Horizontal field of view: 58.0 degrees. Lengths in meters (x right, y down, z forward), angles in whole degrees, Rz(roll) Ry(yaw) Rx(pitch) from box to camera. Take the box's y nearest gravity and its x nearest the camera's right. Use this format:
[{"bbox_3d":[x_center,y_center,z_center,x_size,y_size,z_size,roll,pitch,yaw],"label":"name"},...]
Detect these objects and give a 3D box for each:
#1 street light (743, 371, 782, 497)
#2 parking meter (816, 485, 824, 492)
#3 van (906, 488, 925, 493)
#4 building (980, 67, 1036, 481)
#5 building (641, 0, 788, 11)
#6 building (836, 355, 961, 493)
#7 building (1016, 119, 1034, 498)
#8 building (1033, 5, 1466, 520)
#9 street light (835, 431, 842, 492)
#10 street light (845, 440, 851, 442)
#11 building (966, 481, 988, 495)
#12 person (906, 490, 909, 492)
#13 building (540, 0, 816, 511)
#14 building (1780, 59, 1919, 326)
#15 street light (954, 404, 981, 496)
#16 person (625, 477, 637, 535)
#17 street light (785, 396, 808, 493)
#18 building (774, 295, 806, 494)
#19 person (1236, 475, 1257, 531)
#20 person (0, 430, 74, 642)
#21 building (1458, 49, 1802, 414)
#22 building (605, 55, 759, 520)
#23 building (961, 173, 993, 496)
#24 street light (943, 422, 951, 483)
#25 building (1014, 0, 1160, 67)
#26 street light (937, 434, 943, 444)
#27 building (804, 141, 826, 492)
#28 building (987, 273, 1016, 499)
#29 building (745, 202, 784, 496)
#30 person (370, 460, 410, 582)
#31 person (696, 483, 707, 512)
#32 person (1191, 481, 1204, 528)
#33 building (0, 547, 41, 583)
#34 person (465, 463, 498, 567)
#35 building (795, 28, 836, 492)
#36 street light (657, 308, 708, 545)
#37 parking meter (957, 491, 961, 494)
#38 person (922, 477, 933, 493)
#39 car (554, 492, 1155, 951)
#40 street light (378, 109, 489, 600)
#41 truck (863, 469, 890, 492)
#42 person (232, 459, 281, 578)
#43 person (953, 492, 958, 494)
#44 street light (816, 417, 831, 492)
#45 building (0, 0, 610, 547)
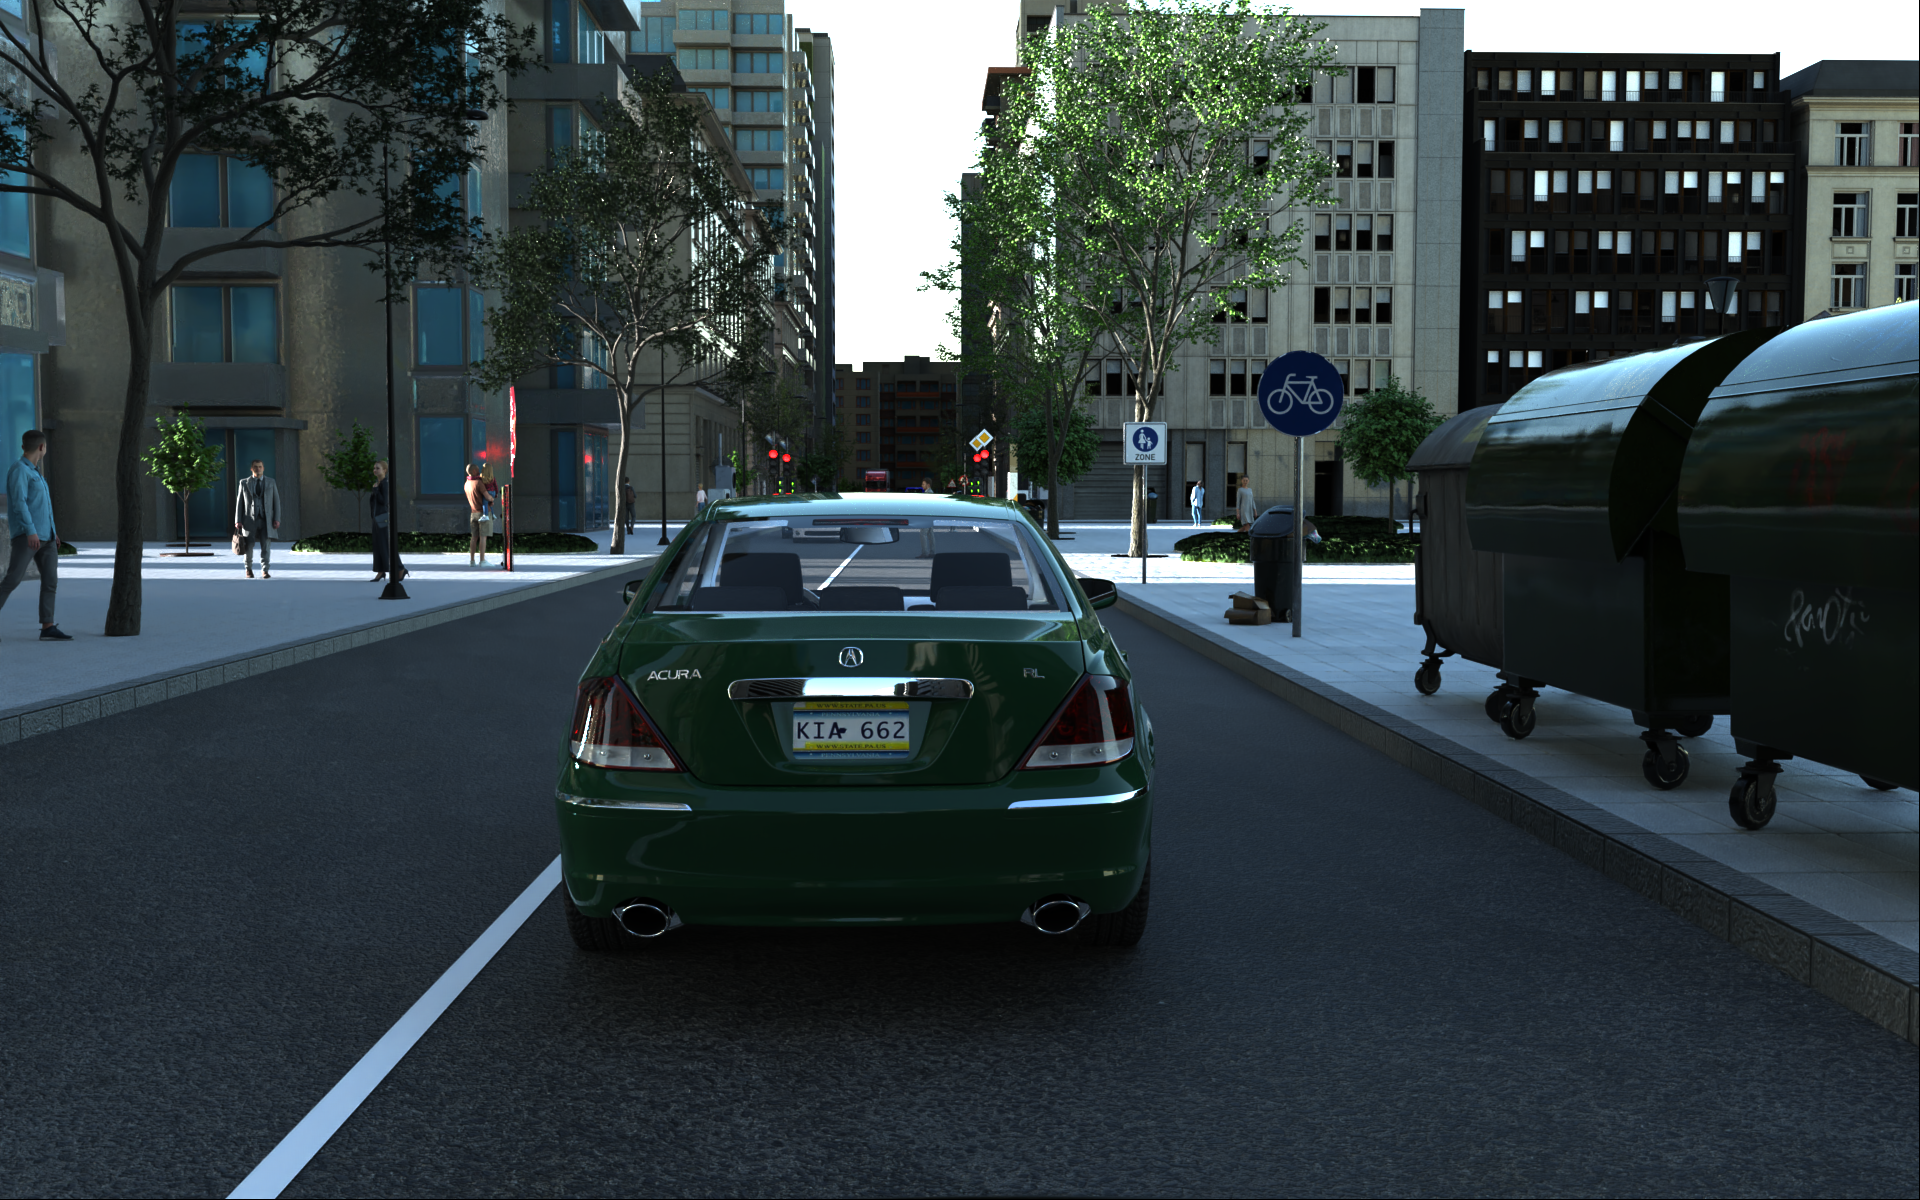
[{"bbox_3d":[-7.639,-5.690,65.572,1.470,5.913,1.316,0,4,-2],"label":"street light"},{"bbox_3d":[-9.332,-6.774,116.462,0.255,1.863,0.399,2,4,25],"label":"parking meter"},{"bbox_3d":[-4.203,-9.713,163.188,2.240,2.365,5.245,0,3,0],"label":"van"},{"bbox_3d":[13.314,-31.961,177.180,22.147,44.769,28.867,0,4,-2],"label":"building"},{"bbox_3d":[-36.163,-57.478,252.434,31.000,86.520,22.319,0,4,-2],"label":"building"},{"bbox_3d":[-6.299,-25.244,257.774,28.899,21.520,27.650,0,4,-2],"label":"building"},{"bbox_3d":[10.158,-17.815,109.292,12.078,24.808,19.932,0,4,-2],"label":"building"},{"bbox_3d":[14.390,-16.665,90.488,19.932,24.808,12.078,0,4,-2],"label":"building"},{"bbox_3d":[-9.376,-9.460,127.214,1.470,5.913,1.316,0,4,-2],"label":"street light"},{"bbox_3d":[-10.100,-10.841,149.787,1.470,5.913,1.316,0,4,-2],"label":"street light"},{"bbox_3d":[16.750,-31.311,203.811,32.217,40.220,23.993,0,4,-2],"label":"building"},{"bbox_3d":[-4.395,-8.391,146.089,0.834,1.777,0.661,2,4,25],"label":"person"},{"bbox_3d":[-25.937,-33.783,171.953,23.786,49.044,30.456,0,4,-2],"label":"building"},{"bbox_3d":[55.914,-15.921,93.587,30.059,22.955,16.112,0,4,-2],"label":"building"},{"bbox_3d":[0.474,-7.143,89.323,1.470,5.913,1.316,0,4,-2],"label":"street light"},{"bbox_3d":[-10.533,-2.990,54.901,0.622,1.834,0.822,0,4,1],"label":"person"},{"bbox_3d":[-8.028,-6.688,81.882,1.470,5.913,1.316,0,4,-2],"label":"street light"},{"bbox_3d":[-18.706,-17.112,144.416,10.561,19.102,19.286,0,4,-2],"label":"building"},{"bbox_3d":[6.610,-2.057,40.431,0.760,1.731,0.466,1,4,23],"label":"person"},{"bbox_3d":[-8.145,-0.562,15.102,0.748,1.841,0.638,0,4,3],"label":"person"},{"bbox_3d":[33.035,-15.980,90.948,15.834,23.373,12.332,0,4,-2],"label":"building"},{"bbox_3d":[-20.822,-16.258,99.109,16.112,22.955,30.059,0,4,-2],"label":"building"},{"bbox_3d":[7.079,-32.985,222.896,14.154,41.232,14.086,0,4,-2],"label":"building"},{"bbox_3d":[-0.190,-8.526,111.933,1.470,5.913,1.316,0,4,-2],"label":"street light"},{"bbox_3d":[18.652,-49.865,253.543,20.611,71.187,20.563,0,4,-2],"label":"building"},{"bbox_3d":[-0.819,-9.892,134.271,1.470,5.913,1.316,0,4,-2],"label":"street light"},{"bbox_3d":[-22.508,-31.250,194.530,14.154,41.232,14.086,0,4,-2],"label":"building"},{"bbox_3d":[7.869,-17.348,148.261,10.561,19.102,19.286,0,4,-2],"label":"building"},{"bbox_3d":[-18.905,-18.093,124.692,11.050,23.489,19.941,0,4,-2],"label":"building"},{"bbox_3d":[-8.445,-1.161,25.452,0.576,1.772,0.534,3,5,40],"label":"person"},{"bbox_3d":[-10.817,-4.082,73.448,0.598,1.740,0.731,1,4,14],"label":"person"},{"bbox_3d":[8.954,-3.604,65.231,0.793,1.790,0.793,2,4,24],"label":"person"},{"bbox_3d":[-22.957,-23.970,11.515,23.786,49.044,30.456,0,4,-2],"label":"building"},{"bbox_3d":[-8.419,-1.497,30.490,0.580,1.828,0.573,-1,4,-13],"label":"person"},{"bbox_3d":[-29.918,-41.340,217.903,28.212,58.520,21.231,0,4,-2],"label":"building"},{"bbox_3d":[-6.882,-4.328,43.308,1.470,5.913,1.316,0,4,-2],"label":"street light"},{"bbox_3d":[-0.073,-7.570,132.184,0.372,1.533,0.369,0,3,0],"label":"parking meter"},{"bbox_3d":[-0.807,-1.835,38.710,0.583,1.804,0.606,0,4,-4],"label":"person"},{"bbox_3d":[-0.363,0.300,6.890,2.131,1.459,4.920,0,4,-2],"label":"car"},{"bbox_3d":[-6.385,-2.966,21.036,1.470,5.913,1.316,0,4,-2],"label":"street light"},{"bbox_3d":[-9.274,-12.586,194.699,2.839,4.237,11.283,0,4,-1],"label":"truck"},{"bbox_3d":[-10.709,-1.236,26.361,0.694,1.812,0.767,-2,4,-25],"label":"person"},{"bbox_3d":[-0.232,-3.324,65.440,0.503,1.515,0.523,0,4,2],"label":"person"},{"bbox_3d":[-8.731,-8.083,104.699,1.470,5.913,1.316,0,4,-2],"label":"street light"},{"bbox_3d":[-26.274,-26.638,55.136,30.456,49.044,23.786,0,4,-2],"label":"building"}]
